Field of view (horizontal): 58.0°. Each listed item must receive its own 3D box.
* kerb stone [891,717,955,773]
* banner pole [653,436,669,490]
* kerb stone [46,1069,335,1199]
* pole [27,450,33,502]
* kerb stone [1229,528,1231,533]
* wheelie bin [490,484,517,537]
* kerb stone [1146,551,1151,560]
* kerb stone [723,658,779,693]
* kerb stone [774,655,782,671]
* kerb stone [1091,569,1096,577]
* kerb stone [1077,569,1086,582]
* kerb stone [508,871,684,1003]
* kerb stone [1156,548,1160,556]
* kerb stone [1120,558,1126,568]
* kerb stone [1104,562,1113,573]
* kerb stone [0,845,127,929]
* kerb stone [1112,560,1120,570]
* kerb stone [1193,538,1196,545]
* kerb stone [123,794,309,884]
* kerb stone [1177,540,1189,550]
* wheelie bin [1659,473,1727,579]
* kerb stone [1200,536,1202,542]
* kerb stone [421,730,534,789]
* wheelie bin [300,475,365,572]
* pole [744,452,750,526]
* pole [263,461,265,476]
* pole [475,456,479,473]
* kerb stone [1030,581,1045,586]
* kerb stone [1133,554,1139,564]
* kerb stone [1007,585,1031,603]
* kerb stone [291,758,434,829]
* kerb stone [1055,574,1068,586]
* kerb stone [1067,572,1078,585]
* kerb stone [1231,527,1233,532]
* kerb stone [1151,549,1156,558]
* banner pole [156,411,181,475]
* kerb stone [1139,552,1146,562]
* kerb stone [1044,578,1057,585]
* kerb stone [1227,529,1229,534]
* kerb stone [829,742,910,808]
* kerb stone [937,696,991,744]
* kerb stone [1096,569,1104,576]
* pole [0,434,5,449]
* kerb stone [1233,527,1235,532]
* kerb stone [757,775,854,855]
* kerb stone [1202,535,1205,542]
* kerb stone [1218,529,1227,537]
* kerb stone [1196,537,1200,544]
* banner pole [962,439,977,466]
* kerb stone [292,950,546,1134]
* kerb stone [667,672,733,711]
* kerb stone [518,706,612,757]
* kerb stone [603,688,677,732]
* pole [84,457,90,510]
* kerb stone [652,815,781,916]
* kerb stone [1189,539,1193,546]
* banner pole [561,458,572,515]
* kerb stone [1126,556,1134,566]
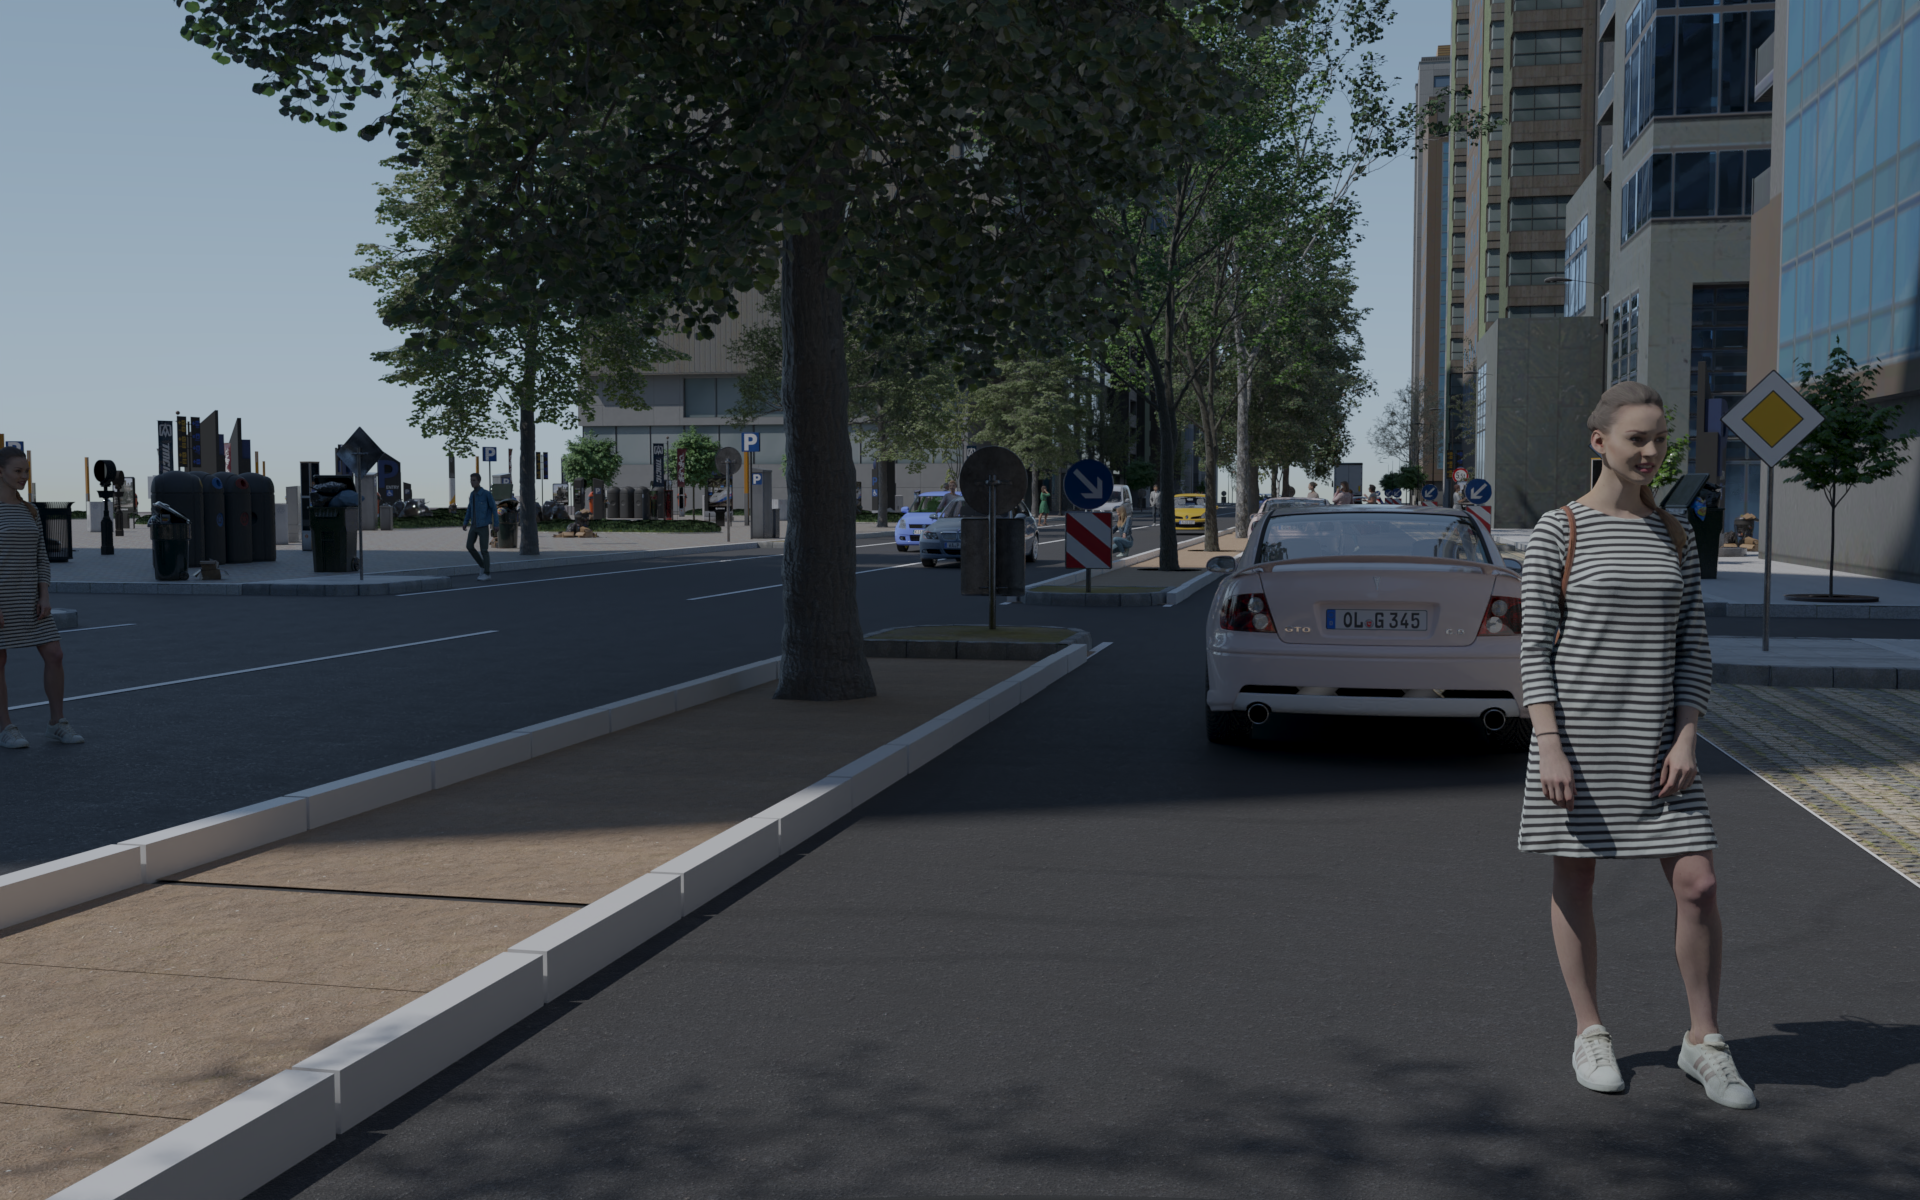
[{"bbox_3d":[-0.209,0.785,9.364,0.120,0.150,1.000,1,4,13],"label":"kerb stone"},{"bbox_3d":[-12.881,-5.199,75.013,0.863,3.779,0.401,-1,4,-12],"label":"banner pole"},{"bbox_3d":[-1.555,1.153,3.369,0.120,0.150,1.000,1,4,13],"label":"kerb stone"},{"bbox_3d":[-43.277,-5.306,80.599,0.158,3.312,0.155,0,3,0],"label":"pole"},{"bbox_3d":[9.578,-2.458,62.378,0.120,0.150,1.000,1,4,13],"label":"kerb stone"},{"bbox_3d":[-13.706,-2.685,51.807,0.980,1.594,0.693,0,4,-3],"label":"wheelie bin"},{"bbox_3d":[3.950,-0.928,37.375,0.120,0.150,1.000,1,4,13],"label":"kerb stone"},{"bbox_3d":[-1.581,0.572,12.838,0.120,0.150,1.000,1,4,13],"label":"kerb stone"},{"bbox_3d":[-1.352,0.514,13.834,0.120,0.150,1.000,1,4,13],"label":"kerb stone"},{"bbox_3d":[2.138,-0.439,29.366,0.120,0.150,1.000,1,4,13],"label":"kerb stone"},{"bbox_3d":[1.923,-0.377,28.367,0.120,0.150,1.000,1,4,13],"label":"kerb stone"},{"bbox_3d":[-1.109,1.031,5.369,0.120,0.150,1.000,1,4,13],"label":"kerb stone"},{"bbox_3d":[4.394,-1.050,39.375,0.120,0.150,1.000,1,4,13],"label":"kerb stone"},{"bbox_3d":[3.036,-0.682,33.376,0.120,0.150,1.000,1,4,13],"label":"kerb stone"},{"bbox_3d":[2.595,-0.555,31.371,0.120,0.150,1.000,1,4,13],"label":"kerb stone"},{"bbox_3d":[-3.156,1.000,5.842,0.120,0.150,1.000,1,4,13],"label":"kerb stone"},{"bbox_3d":[2.815,-0.623,32.375,0.120,0.150,1.000,1,4,13],"label":"kerb stone"},{"bbox_3d":[6.424,-1.596,48.372,0.120,0.150,1.000,1,4,13],"label":"kerb stone"},{"bbox_3d":[-2.928,0.939,6.841,0.120,0.150,1.000,1,4,13],"label":"kerb stone"},{"bbox_3d":[5.970,-1.479,46.376,0.120,0.150,1.000,1,4,13],"label":"kerb stone"},{"bbox_3d":[11.185,-1.129,26.361,0.693,1.594,0.980,0,4,-7],"label":"wheelie bin"},{"bbox_3d":[6.874,-1.724,50.376,0.120,0.150,1.000,1,4,13],"label":"kerb stone"},{"bbox_3d":[-2.476,0.819,8.842,0.120,0.150,1.000,1,4,13],"label":"kerb stone"},{"bbox_3d":[-10.292,-1.262,28.546,0.980,1.594,0.693,0,4,2],"label":"wheelie bin"},{"bbox_3d":[-8.612,-4.654,69.941,0.158,3.312,0.155,0,3,0],"label":"pole"},{"bbox_3d":[-42.968,-6.919,106.966,0.158,3.312,0.155,0,3,0],"label":"pole"},{"bbox_3d":[-25.901,-6.066,93.016,0.158,3.312,0.155,0,3,0],"label":"pole"},{"bbox_3d":[1.015,-0.133,24.366,0.120,0.150,1.000,1,4,13],"label":"kerb stone"},{"bbox_3d":[3.495,-0.801,35.382,0.120,0.150,1.000,1,4,13],"label":"kerb stone"},{"bbox_3d":[0.788,-0.066,23.358,0.120,0.150,1.000,1,4,13],"label":"kerb stone"},{"bbox_3d":[-2.707,0.878,7.843,0.120,0.150,1.000,1,4,13],"label":"kerb stone"},{"bbox_3d":[1.468,-0.255,26.370,0.120,0.150,1.000,1,4,13],"label":"kerb stone"},{"bbox_3d":[1.687,-0.316,27.369,0.120,0.150,1.000,1,4,13],"label":"kerb stone"},{"bbox_3d":[9.803,-2.520,63.391,0.120,0.150,1.000,1,4,13],"label":"kerb stone"},{"bbox_3d":[4.166,-0.987,38.379,0.120,0.150,1.000,1,4,13],"label":"kerb stone"},{"bbox_3d":[-23.626,-3.786,51.921,0.401,3.779,0.863,3,5,39],"label":"banner pole"},{"bbox_3d":[3.727,-0.867,36.377,0.120,0.150,1.000,1,4,13],"label":"kerb stone"},{"bbox_3d":[1.240,-0.192,25.366,0.120,0.150,1.000,1,4,13],"label":"kerb stone"},{"bbox_3d":[9.350,-2.396,61.378,0.120,0.150,1.000,1,4,13],"label":"kerb stone"},{"bbox_3d":[-0.438,0.846,8.363,0.120,0.150,1.000,1,4,13],"label":"kerb stone"},{"bbox_3d":[0.013,0.724,10.362,0.120,0.150,1.000,1,4,13],"label":"kerb stone"},{"bbox_3d":[2.358,-0.500,30.364,0.120,0.150,1.000,1,4,13],"label":"kerb stone"},{"bbox_3d":[-32.253,-3.948,58.392,0.158,3.312,0.155,0,3,0],"label":"pole"},{"bbox_3d":[10.026,-2.576,64.388,0.120,0.150,1.000,1,4,13],"label":"kerb stone"},{"bbox_3d":[-0.659,0.909,7.363,0.120,0.150,1.000,1,4,13],"label":"kerb stone"},{"bbox_3d":[7.097,-1.780,51.374,0.120,0.150,1.000,1,4,13],"label":"kerb stone"},{"bbox_3d":[9.124,-2.335,60.375,0.120,0.150,1.000,1,4,13],"label":"kerb stone"},{"bbox_3d":[6.655,-1.659,49.373,0.120,0.150,1.000,1,4,13],"label":"kerb stone"},{"bbox_3d":[0.361,-5.415,78.556,0.863,3.779,0.401,1,4,12],"label":"banner pole"},{"bbox_3d":[-1.334,1.095,4.371,0.120,0.150,1.000,1,4,13],"label":"kerb stone"},{"bbox_3d":[-1.801,0.633,11.839,0.120,0.150,1.000,1,4,13],"label":"kerb stone"},{"bbox_3d":[-2.258,0.756,9.841,0.120,0.150,1.000,1,4,13],"label":"kerb stone"},{"bbox_3d":[-2.031,0.695,10.838,0.120,0.150,1.000,1,4,13],"label":"kerb stone"},{"bbox_3d":[-48.099,-6.216,95.477,0.158,3.312,0.155,0,3,0],"label":"pole"},{"bbox_3d":[-0.884,0.968,6.366,0.120,0.150,1.000,1,4,13],"label":"kerb stone"},{"bbox_3d":[6.199,-1.535,47.374,0.120,0.150,1.000,1,4,13],"label":"kerb stone"},{"bbox_3d":[-23.959,-7.073,105.666,0.863,3.779,0.401,-3,4,-36],"label":"banner pole"},{"bbox_3d":[3.275,-0.741,34.384,0.120,0.150,1.000,1,4,13],"label":"kerb stone"}]
